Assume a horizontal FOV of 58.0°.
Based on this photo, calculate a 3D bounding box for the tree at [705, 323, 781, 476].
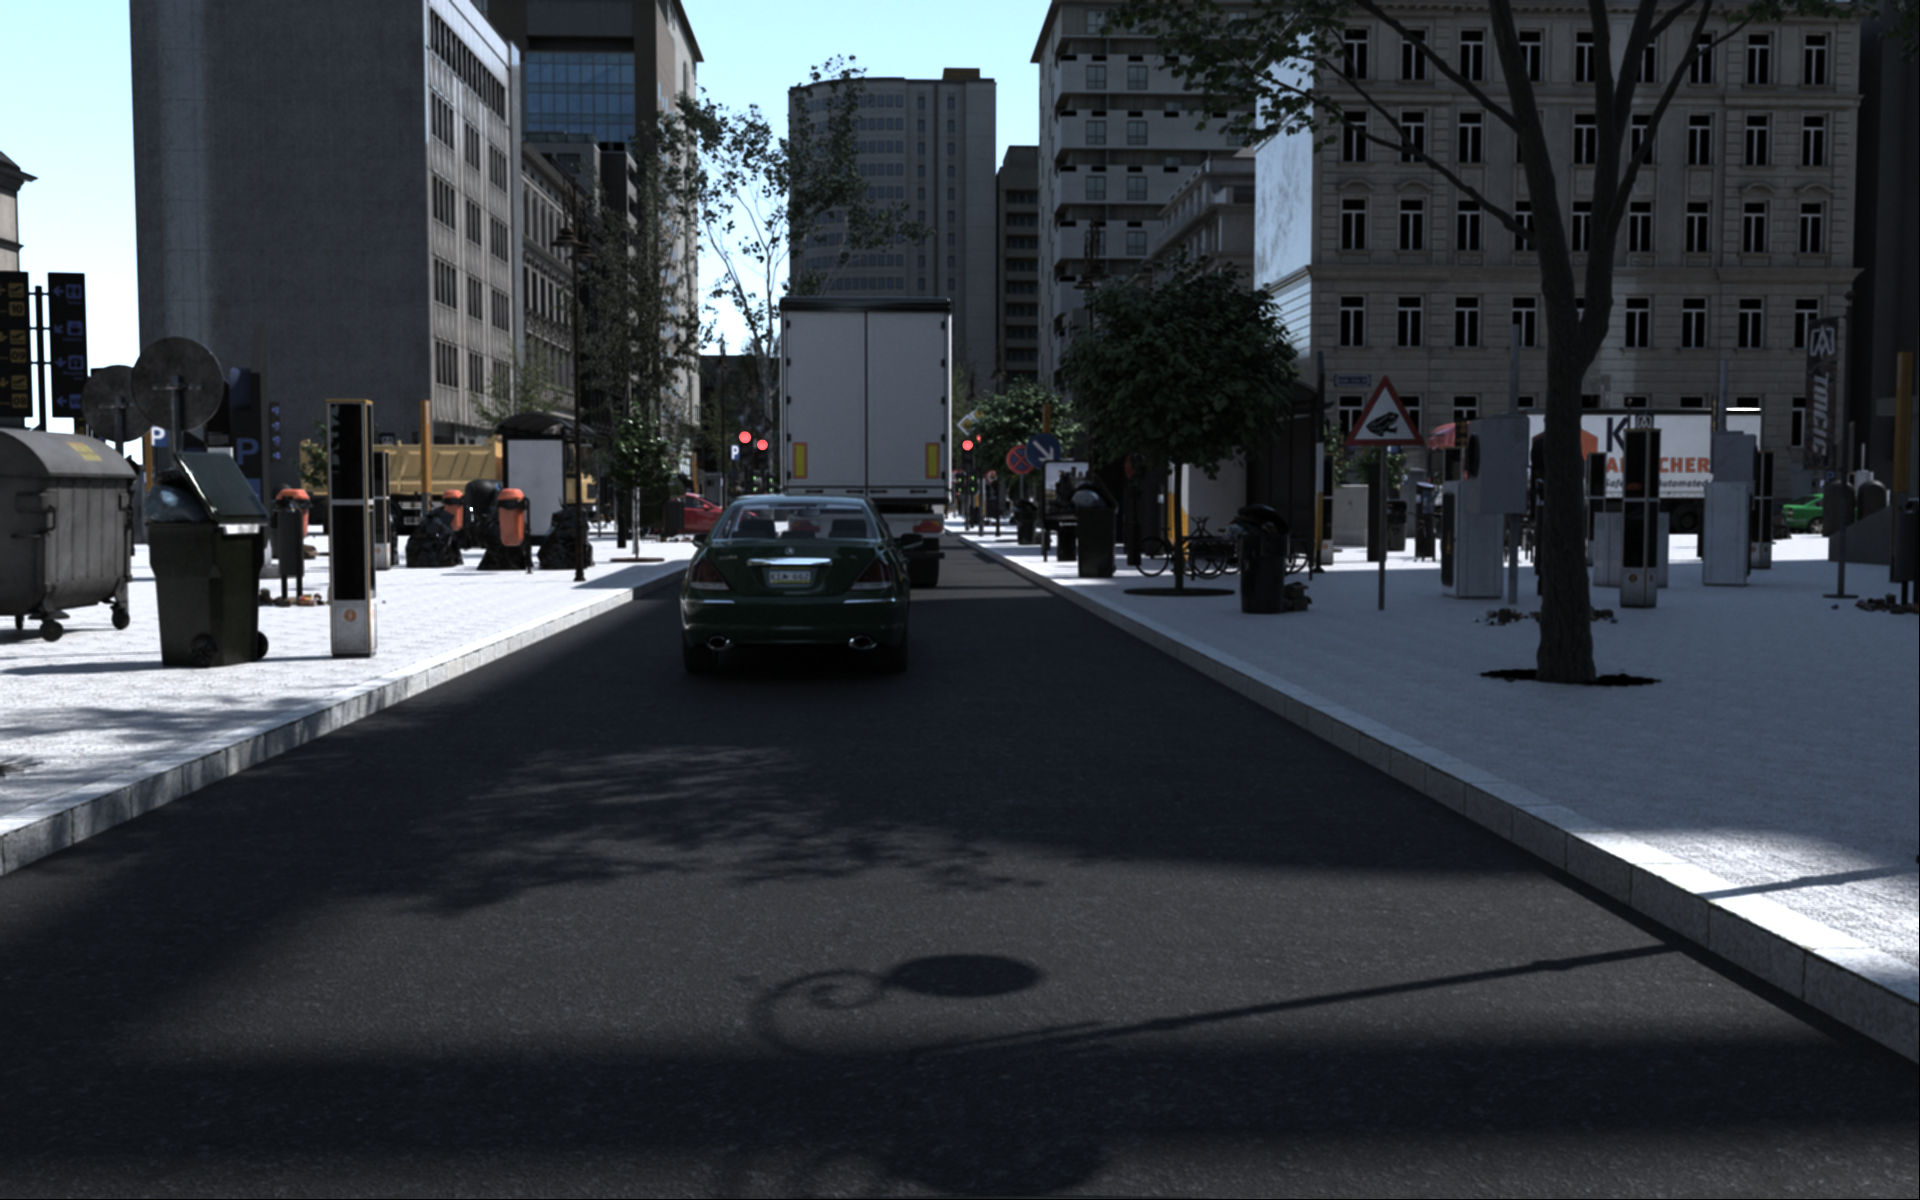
[{"bbox_3d":[-9.642,-9.755,93.905,8.767,10.594,7.601,0,4,-4],"label":"tree"}]

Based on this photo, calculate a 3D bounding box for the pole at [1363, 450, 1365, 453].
[{"bbox_3d":[14.270,-4.107,60.990,0.158,3.312,0.155,0,3,0],"label":"pole"}]

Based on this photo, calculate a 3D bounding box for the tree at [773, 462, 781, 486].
[{"bbox_3d":[-8.963,-5.712,87.996,1.663,3.219,1.824,0,3,0],"label":"tree"}]

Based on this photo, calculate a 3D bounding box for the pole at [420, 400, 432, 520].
[{"bbox_3d":[-11.613,-2.682,37.686,0.158,3.312,0.155,0,3,0],"label":"pole"}]

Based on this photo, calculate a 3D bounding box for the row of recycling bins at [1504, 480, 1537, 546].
[{"bbox_3d":[14.435,-2.264,44.130,1.069,1.692,3.534,2,4,25],"label":"row of recycling bins"}]

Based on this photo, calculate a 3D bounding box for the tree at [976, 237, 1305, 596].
[{"bbox_3d":[2.849,-2.366,22.398,4.285,4.588,4.351,0,3,0],"label":"tree"}]

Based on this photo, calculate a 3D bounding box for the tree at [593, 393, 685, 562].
[{"bbox_3d":[-6.241,-2.337,32.807,1.663,3.219,1.824,0,3,0],"label":"tree"}]

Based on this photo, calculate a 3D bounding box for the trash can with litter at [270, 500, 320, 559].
[{"bbox_3d":[-13.183,-1.401,34.296,1.055,1.170,0.624,1,4,16],"label":"trash can with litter"}]

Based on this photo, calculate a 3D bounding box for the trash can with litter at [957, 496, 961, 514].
[{"bbox_3d":[0.172,-5.999,109.471,0.624,1.170,1.055,-1,4,-8],"label":"trash can with litter"}]

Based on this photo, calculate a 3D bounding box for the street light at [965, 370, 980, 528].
[{"bbox_3d":[0.454,-5.627,64.787,0.468,5.910,1.993,0,4,-3],"label":"street light"}]

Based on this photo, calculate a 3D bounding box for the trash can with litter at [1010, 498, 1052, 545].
[{"bbox_3d":[1.808,-1.977,43.712,0.624,1.170,1.055,3,5,45],"label":"trash can with litter"}]

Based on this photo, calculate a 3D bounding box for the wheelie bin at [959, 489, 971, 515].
[{"bbox_3d":[0.382,-5.939,105.018,0.980,1.594,0.693,-1,4,-17],"label":"wheelie bin"}]

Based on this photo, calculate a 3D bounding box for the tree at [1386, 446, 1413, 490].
[{"bbox_3d":[10.794,-3.060,44.631,1.663,3.219,1.824,0,3,0],"label":"tree"}]

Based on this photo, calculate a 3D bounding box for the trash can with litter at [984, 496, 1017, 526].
[{"bbox_3d":[1.681,-3.607,70.026,2.233,1.210,1.678,-3,4,-38],"label":"trash can with litter"}]

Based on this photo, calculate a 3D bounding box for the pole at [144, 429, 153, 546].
[{"bbox_3d":[-20.162,-3.011,43.068,0.158,3.312,0.155,0,3,0],"label":"pole"}]

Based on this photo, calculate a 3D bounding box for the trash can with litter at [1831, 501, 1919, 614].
[{"bbox_3d":[10.557,-0.497,19.176,1.678,1.210,2.233,1,4,16],"label":"trash can with litter"}]

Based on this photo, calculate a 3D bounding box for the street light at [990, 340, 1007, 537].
[{"bbox_3d":[1.147,-4.857,52.196,0.468,5.910,1.993,0,4,-3],"label":"street light"}]

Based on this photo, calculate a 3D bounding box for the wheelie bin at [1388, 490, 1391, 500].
[{"bbox_3d":[12.786,-2.765,53.121,0.980,1.594,0.693,3,5,44],"label":"wheelie bin"}]

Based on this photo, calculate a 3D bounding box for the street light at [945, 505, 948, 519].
[{"bbox_3d":[-0.699,-7.084,88.610,0.468,5.910,1.993,0,4,-3],"label":"street light"}]

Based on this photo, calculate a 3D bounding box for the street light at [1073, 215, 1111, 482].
[{"bbox_3d":[2.200,-3.441,29.048,0.468,5.910,1.993,0,4,-3],"label":"street light"}]

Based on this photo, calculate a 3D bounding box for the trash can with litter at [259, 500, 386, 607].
[{"bbox_3d":[-7.927,-0.574,20.449,1.678,1.210,2.233,-3,5,-40],"label":"trash can with litter"}]

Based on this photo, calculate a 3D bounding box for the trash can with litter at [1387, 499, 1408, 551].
[{"bbox_3d":[9.790,-1.699,39.161,0.624,1.170,1.055,1,4,12],"label":"trash can with litter"}]

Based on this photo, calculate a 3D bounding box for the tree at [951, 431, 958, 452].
[{"bbox_3d":[-2.265,-11.088,131.658,4.360,8.622,3.978,0,3,0],"label":"tree"}]

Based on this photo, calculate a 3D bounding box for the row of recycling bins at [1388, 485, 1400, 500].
[{"bbox_3d":[16.560,-3.321,61.413,3.534,1.692,1.069,-1,4,-10],"label":"row of recycling bins"}]

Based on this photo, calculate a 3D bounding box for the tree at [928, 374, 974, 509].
[{"bbox_3d":[-2.150,-13.636,141.070,7.486,12.596,7.792,0,3,0],"label":"tree"}]

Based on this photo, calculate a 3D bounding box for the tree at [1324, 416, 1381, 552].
[{"bbox_3d":[8.128,-2.692,38.613,1.663,3.219,1.824,0,3,0],"label":"tree"}]

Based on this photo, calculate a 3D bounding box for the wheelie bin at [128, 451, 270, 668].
[{"bbox_3d":[-5.699,-0.314,13.048,0.693,1.594,0.980,1,4,13],"label":"wheelie bin"}]

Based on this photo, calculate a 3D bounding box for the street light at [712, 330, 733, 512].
[{"bbox_3d":[-6.690,-4.660,48.978,0.468,5.910,1.993,0,4,-3],"label":"street light"}]

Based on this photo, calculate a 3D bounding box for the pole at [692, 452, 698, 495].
[{"bbox_3d":[-12.928,-5.540,84.420,0.158,3.312,0.155,0,3,0],"label":"pole"}]

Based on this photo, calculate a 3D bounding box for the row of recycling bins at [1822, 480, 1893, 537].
[{"bbox_3d":[27.660,-2.721,51.596,3.534,1.692,1.069,1,4,10],"label":"row of recycling bins"}]

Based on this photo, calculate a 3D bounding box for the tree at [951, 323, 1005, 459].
[{"bbox_3d":[-1.763,-12.851,120.485,12.009,13.543,11.850,0,3,0],"label":"tree"}]

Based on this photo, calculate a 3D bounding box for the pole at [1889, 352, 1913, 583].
[{"bbox_3d":[13.568,-1.903,24.963,0.158,3.312,0.155,0,3,0],"label":"pole"}]

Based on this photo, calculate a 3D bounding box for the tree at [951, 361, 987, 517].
[{"bbox_3d":[-0.150,-8.842,94.929,4.737,8.622,4.395,0,3,0],"label":"tree"}]

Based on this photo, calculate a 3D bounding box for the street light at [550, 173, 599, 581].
[{"bbox_3d":[-5.607,-3.215,25.353,0.468,5.910,1.993,0,4,-3],"label":"street light"}]

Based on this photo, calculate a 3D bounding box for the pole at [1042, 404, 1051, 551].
[{"bbox_3d":[1.960,-2.781,39.318,0.158,3.312,0.155,0,3,0],"label":"pole"}]

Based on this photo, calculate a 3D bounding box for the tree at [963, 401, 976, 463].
[{"bbox_3d":[1.756,-3.864,46.892,4.285,4.588,4.351,0,3,0],"label":"tree"}]

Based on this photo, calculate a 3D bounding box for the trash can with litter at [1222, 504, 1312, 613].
[{"bbox_3d":[3.381,-0.460,18.905,0.624,1.170,1.055,3,5,40],"label":"trash can with litter"}]

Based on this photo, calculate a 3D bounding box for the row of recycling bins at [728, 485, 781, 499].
[{"bbox_3d":[-9.518,-4.555,81.582,3.534,1.692,1.069,2,4,35],"label":"row of recycling bins"}]

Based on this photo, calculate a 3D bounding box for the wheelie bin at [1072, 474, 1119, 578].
[{"bbox_3d":[2.094,-1.153,26.756,0.693,1.594,0.980,1,4,9],"label":"wheelie bin"}]

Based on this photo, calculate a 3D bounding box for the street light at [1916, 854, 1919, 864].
[{"bbox_3d":[3.418,-2.021,5.825,0.468,5.910,1.993,0,4,-3],"label":"street light"}]

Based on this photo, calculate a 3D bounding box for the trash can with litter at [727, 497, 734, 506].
[{"bbox_3d":[-10.134,-4.056,77.708,1.055,1.170,0.624,3,5,43],"label":"trash can with litter"}]

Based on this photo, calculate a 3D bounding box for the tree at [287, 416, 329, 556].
[{"bbox_3d":[-12.973,-2.559,36.442,1.663,3.219,1.824,0,3,0],"label":"tree"}]

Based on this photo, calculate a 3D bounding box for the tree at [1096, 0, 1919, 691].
[{"bbox_3d":[4.223,-5.257,11.709,9.928,11.665,9.643,0,3,0],"label":"tree"}]

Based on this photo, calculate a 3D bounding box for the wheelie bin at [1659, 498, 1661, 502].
[{"bbox_3d":[19.880,-2.598,50.391,0.980,1.594,0.693,-3,4,-39],"label":"wheelie bin"}]

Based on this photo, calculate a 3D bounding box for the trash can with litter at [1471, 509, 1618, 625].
[{"bbox_3d":[5.921,-0.409,17.750,2.233,1.210,1.678,-3,4,-38],"label":"trash can with litter"}]

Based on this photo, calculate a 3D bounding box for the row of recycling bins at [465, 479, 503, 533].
[{"bbox_3d":[-13.298,-2.569,49.114,1.069,1.692,3.534,0,4,-2],"label":"row of recycling bins"}]

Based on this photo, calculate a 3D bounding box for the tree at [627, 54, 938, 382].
[{"bbox_3d":[-6.742,-13.306,73.449,12.611,20.169,13.585,0,3,0],"label":"tree"}]

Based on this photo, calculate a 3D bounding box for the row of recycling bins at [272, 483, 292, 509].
[{"bbox_3d":[-27.533,-3.657,66.904,3.534,1.692,1.069,0,4,-3],"label":"row of recycling bins"}]

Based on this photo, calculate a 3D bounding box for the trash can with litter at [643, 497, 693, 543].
[{"bbox_3d":[-7.239,-2.146,46.145,2.233,1.210,1.678,0,4,1],"label":"trash can with litter"}]

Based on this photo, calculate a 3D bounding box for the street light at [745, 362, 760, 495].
[{"bbox_3d":[-7.291,-5.387,60.864,0.468,5.910,1.993,0,4,-3],"label":"street light"}]
